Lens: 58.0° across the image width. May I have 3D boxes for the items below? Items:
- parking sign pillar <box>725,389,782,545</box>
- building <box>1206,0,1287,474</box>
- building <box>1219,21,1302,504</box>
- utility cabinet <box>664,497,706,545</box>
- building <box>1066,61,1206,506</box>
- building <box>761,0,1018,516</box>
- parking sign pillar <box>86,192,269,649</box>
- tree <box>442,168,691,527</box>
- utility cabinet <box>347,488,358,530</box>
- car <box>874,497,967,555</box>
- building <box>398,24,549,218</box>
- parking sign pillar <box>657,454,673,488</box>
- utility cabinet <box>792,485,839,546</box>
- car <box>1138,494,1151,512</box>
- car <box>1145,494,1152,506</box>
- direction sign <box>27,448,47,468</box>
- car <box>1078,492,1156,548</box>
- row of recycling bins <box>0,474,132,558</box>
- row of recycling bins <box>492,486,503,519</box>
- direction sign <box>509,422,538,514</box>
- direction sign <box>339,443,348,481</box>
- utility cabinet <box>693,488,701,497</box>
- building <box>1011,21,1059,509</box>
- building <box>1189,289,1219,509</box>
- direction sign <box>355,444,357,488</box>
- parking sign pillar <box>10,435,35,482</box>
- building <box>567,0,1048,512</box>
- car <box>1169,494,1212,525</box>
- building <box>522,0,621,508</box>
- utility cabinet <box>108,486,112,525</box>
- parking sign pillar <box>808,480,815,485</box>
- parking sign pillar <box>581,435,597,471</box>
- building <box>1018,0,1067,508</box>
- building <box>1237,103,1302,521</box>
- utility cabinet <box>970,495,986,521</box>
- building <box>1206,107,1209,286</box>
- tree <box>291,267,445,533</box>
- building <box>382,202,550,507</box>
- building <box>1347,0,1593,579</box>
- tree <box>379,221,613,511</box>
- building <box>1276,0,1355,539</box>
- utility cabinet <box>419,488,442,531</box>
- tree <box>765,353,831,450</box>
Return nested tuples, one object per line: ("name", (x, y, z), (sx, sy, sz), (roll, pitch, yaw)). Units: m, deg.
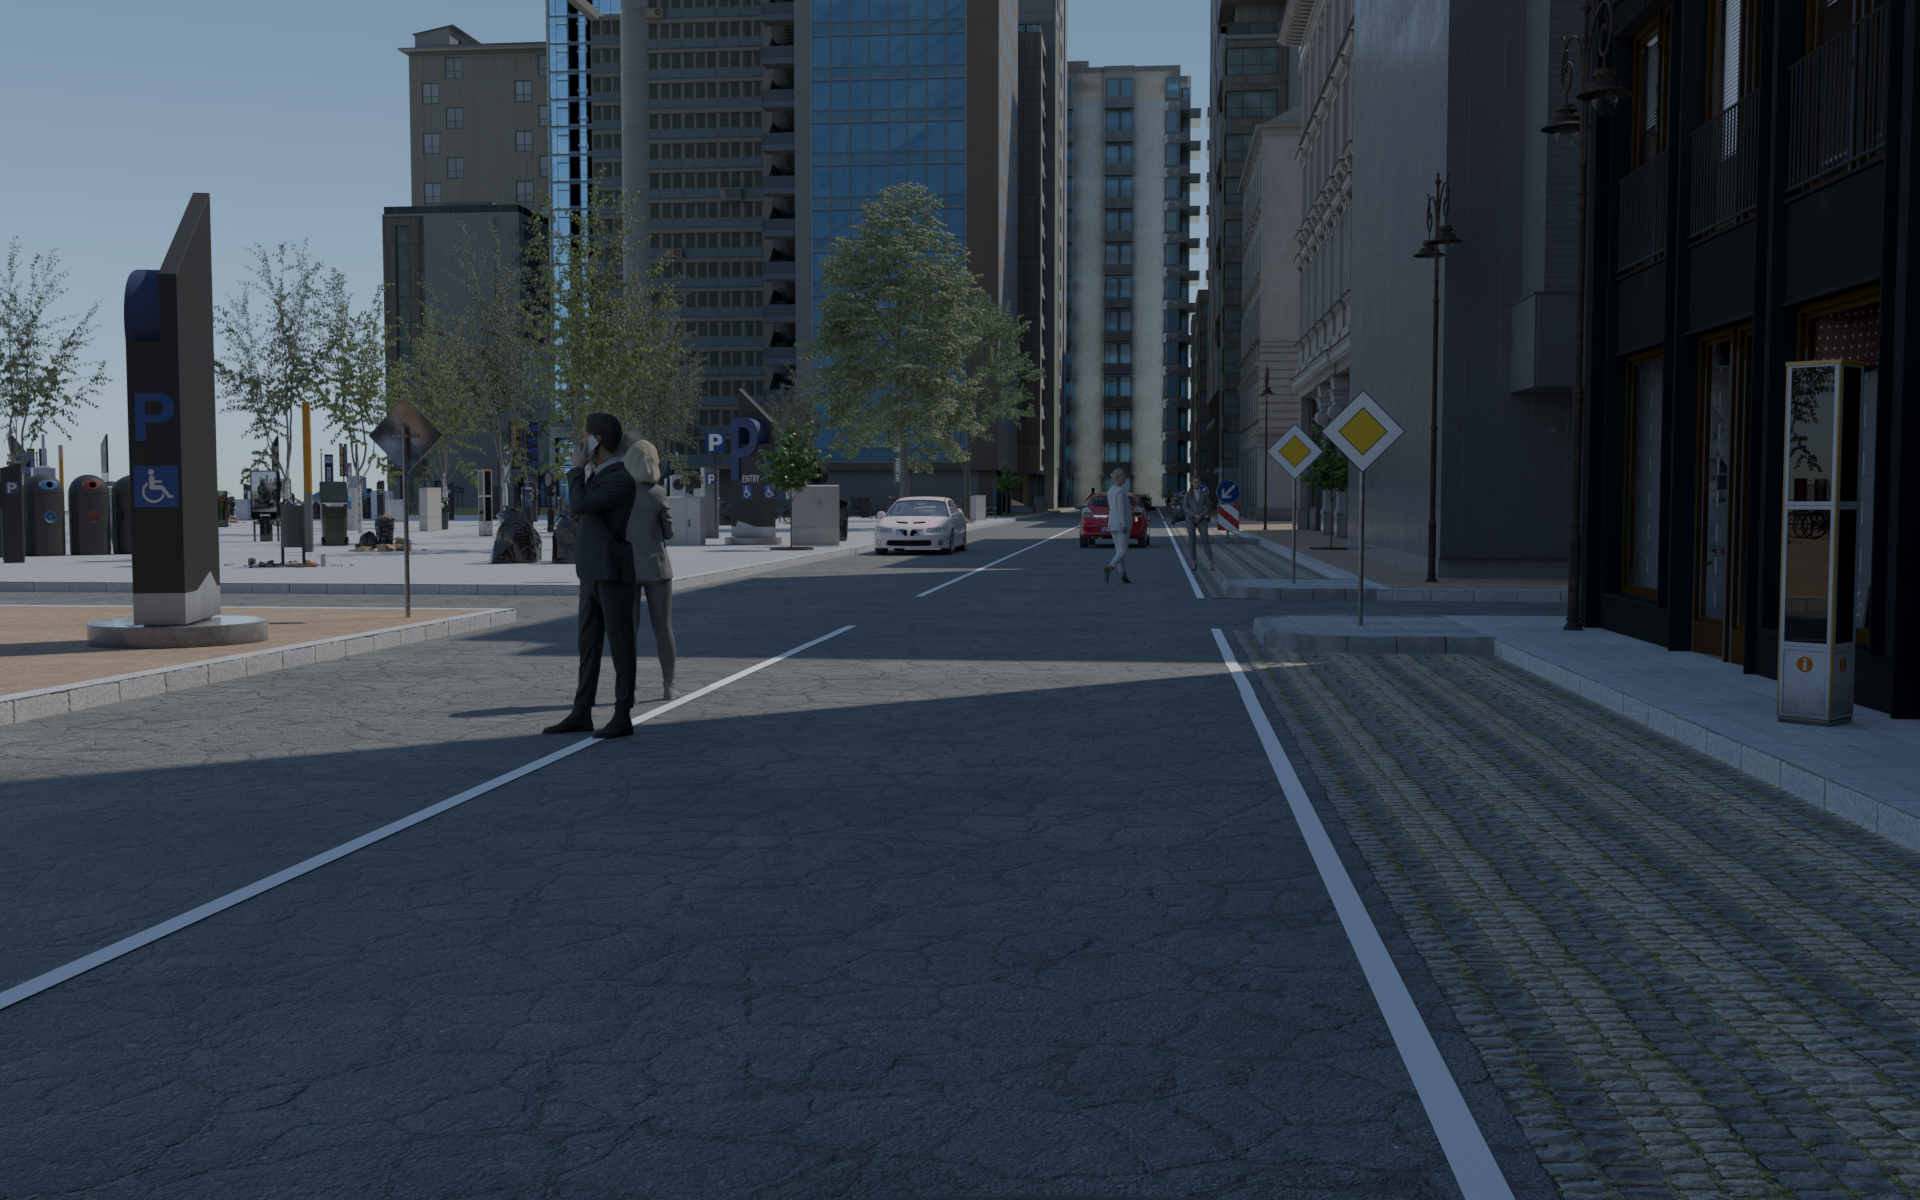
("parking sign pillar", (-5.255, -3.393, 43.948), (1.447, 3.967, 1.447), (3, 5, 44))
("building", (32.591, -33.061, 129.785), (28.713, 52.752, 27.495), (0, 4, 6))
("building", (23.494, -20.661, 109.507), (14.160, 30.474, 14.107), (0, 4, 6))
("utility cabinet", (-6.920, -1.978, 43.500), (1.020, 1.237, 0.306), (1, 4, 16))
("building", (11.449, -35.170, 194.634), (30.456, 49.044, 23.786), (0, 4, 6))
("building", (-3.839, -27.997, 107.869), (14.600, 45.320, 14.200), (0, 4, 6))
("parking sign pillar", (-6.784, -1.619, 14.936), (1.447, 3.967, 1.447), (-1, 4, -11))
("tree", (-8.536, -5.489, 40.102), (4.737, 8.622, 4.395), (0, 3, 0))
("utility cabinet", (-21.529, -3.191, 60.853), (1.173, 1.500, 0.318), (3, 4, 36))
("car", (-0.921, -1.847, 42.556), (2.083, 1.381, 4.827), (0, 4, 7))
("building", (-46.088, -37.542, 203.053), (27.495, 52.752, 28.713), (0, 4, 6))
("parking sign pillar", (-16.287, -6.466, 94.199), (1.447, 3.967, 1.447), (0, 4, -3))
("utility cabinet", (-3.539, -2.054, 42.266), (1.173, 1.500, 0.318), (0, 4, -7))
("car", (14.363, -7.918, 139.238), (2.009, 1.686, 4.222), (0, 4, 7))
("car", (17.255, -9.497, 164.077), (1.959, 1.807, 4.718), (0, 4, 6))
("direction sign", (-45.776, -5.747, 85.958), (0.876, 3.537, 0.379), (-2, 4, -26))
("car", (4.301, -2.366, 47.717), (2.155, 1.783, 4.494), (1, 4, 8))
("row of recycling bins", (-18.676, -1.778, 36.178), (1.069, 1.692, 3.534), (3, 5, 44))
("row of recycling bins", (-24.079, -5.013, 89.070), (1.069, 1.692, 3.534), (-2, 4, -24))
("direction sign", (-13.693, -3.816, 54.396), (0.876, 3.537, 0.379), (0, 4, -8))
("direction sign", (-27.530, -5.223, 77.388), (0.379, 3.537, 0.876), (0, 4, 2))
("utility cabinet", (-9.923, -3.554, 66.788), (0.318, 1.500, 1.173), (1, 4, 14))
("building", (0.882, -28.283, 146.029), (14.154, 41.232, 14.086), (0, 4, 6))
("building", (35.380, -19.218, 159.260), (27.650, 21.520, 28.899), (0, 4, 6))
("direction sign", (-27.335, -5.288, 78.463), (0.379, 3.537, 0.876), (-1, 4, -22))
("parking sign pillar", (-43.070, -5.576, 79.637), (1.447, 3.967, 1.447), (0, 4, 1))
("building", (-9.955, -26.682, 128.133), (32.217, 40.220, 23.993), (0, 4, 6))
("car", (10.782, -4.348, 80.881), (2.009, 1.686, 4.222), (0, 4, 5))
("building", (-26.469, -52.282, 167.488), (31.000, 86.520, 22.319), (0, 4, 6))
("utility cabinet", (-23.755, -2.471, 49.072), (1.173, 1.500, 0.318), (0, 4, -1))
("parking sign pillar", (-8.386, -6.625, 96.798), (1.447, 3.967, 1.447), (-1, 4, -15))
("parking sign pillar", (-16.173, -5.421, 77.107), (1.447, 3.967, 1.447), (-2, 4, -31))
("building", (-0.424, -44.535, 166.405), (20.611, 71.187, 20.563), (0, 4, 6))
("building", (19.660, -14.714, 89.724), (9.793, 20.994, 18.267), (0, 4, 6))
("utility cabinet", (0.872, -4.435, 83.680), (0.306, 1.237, 1.020), (2, 4, 30))
("building", (42.329, -34.939, 190.861), (30.456, 49.044, 23.786), (0, 4, 6))
("tree", (-19.514, -6.459, 55.959), (4.737, 8.622, 4.395), (0, 3, 0))
("building", (-48.634, -24.679, 175.209), (14.107, 30.474, 14.160), (0, 4, 6))
("building", (22.697, -12.862, 29.356), (30.058, 24.678, 14.314), (0, 4, 6))
("tree", (-12.371, -5.866, 46.267), (4.360, 8.622, 3.978), (0, 3, 0))
("building", (16.437, -12.819, 60.501), (10.553, 20.767, 40.483), (0, 4, 6))
("utility cabinet", (-18.366, -3.140, 60.016), (0.318, 1.500, 1.173), (0, 4, 7))
("tree", (-8.439, -8.546, 90.095), (4.360, 8.622, 3.978), (0, 3, 0))
